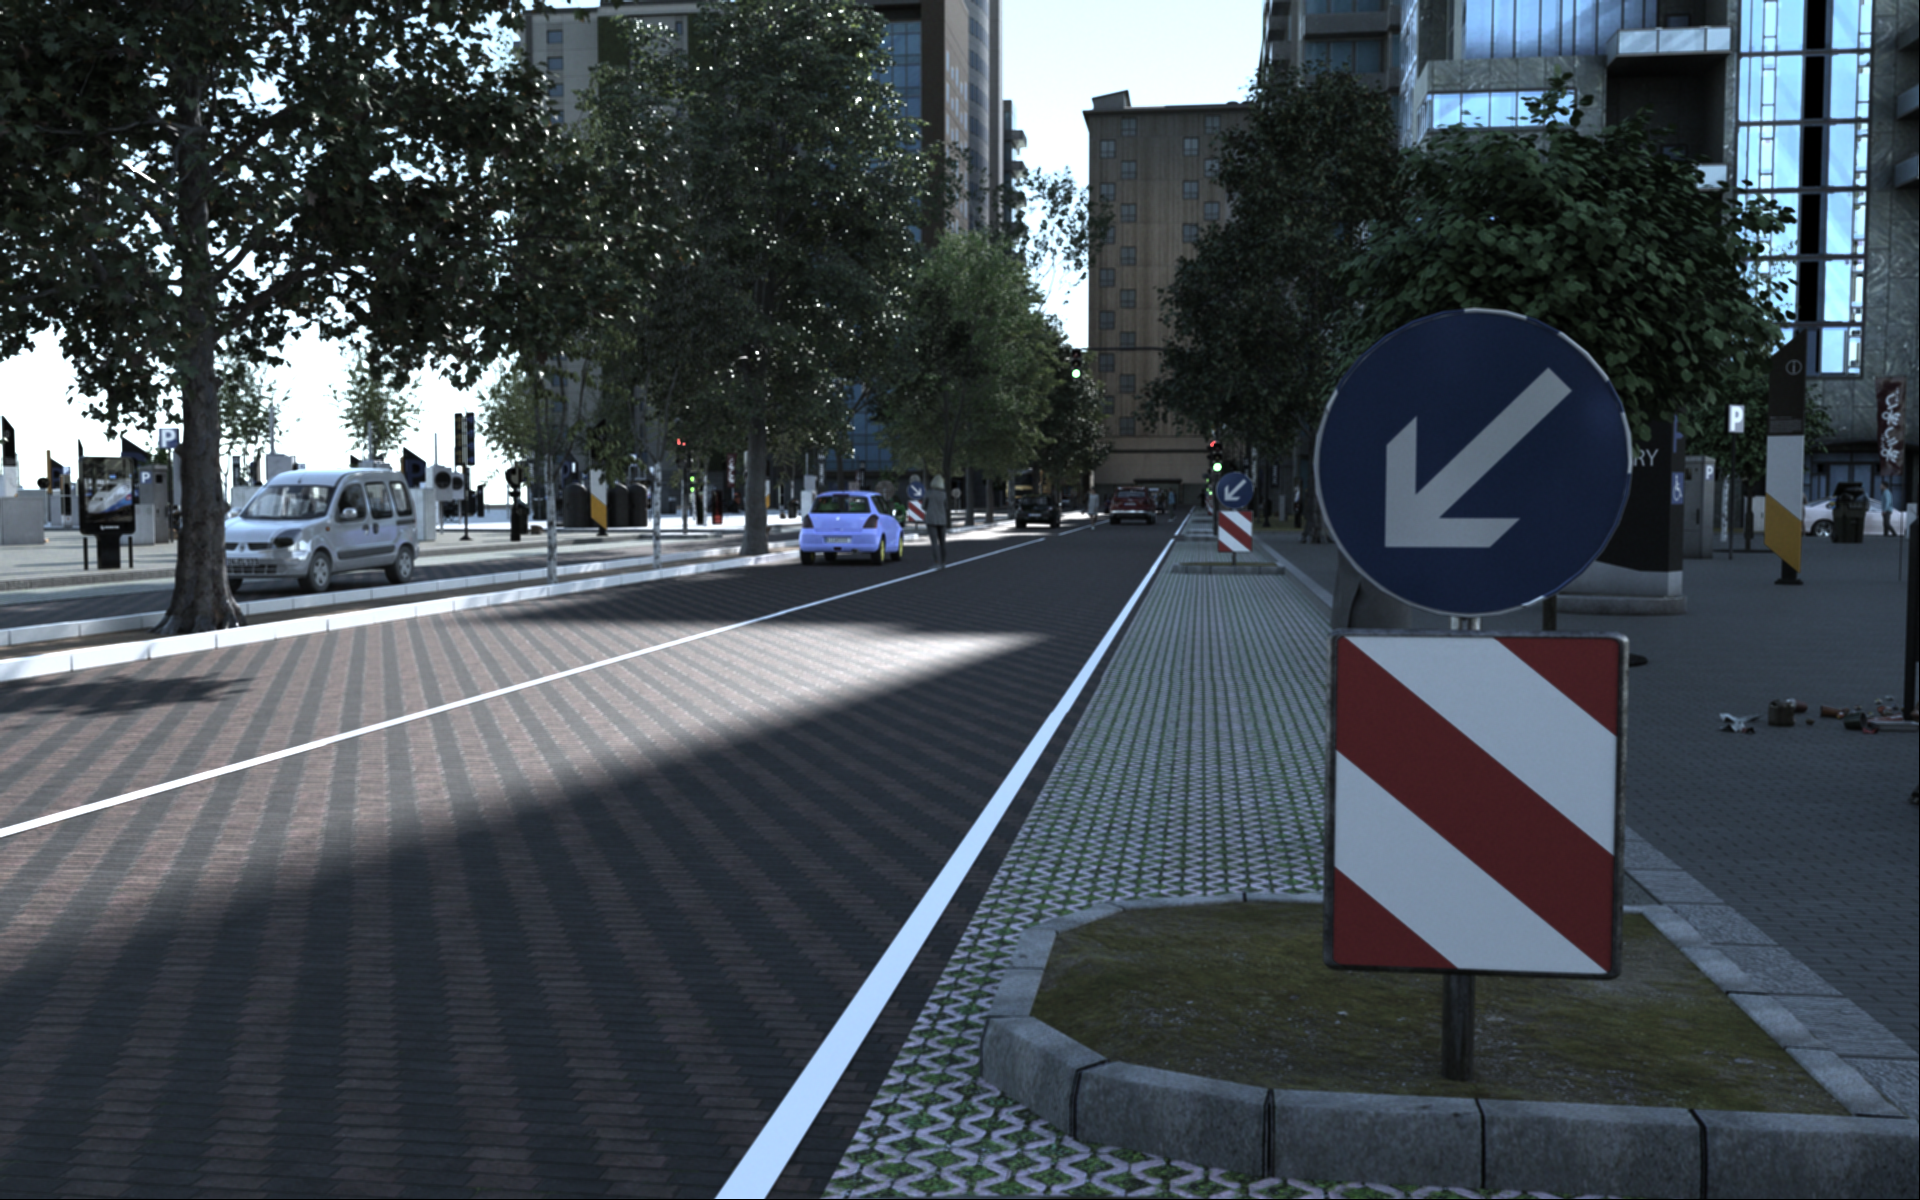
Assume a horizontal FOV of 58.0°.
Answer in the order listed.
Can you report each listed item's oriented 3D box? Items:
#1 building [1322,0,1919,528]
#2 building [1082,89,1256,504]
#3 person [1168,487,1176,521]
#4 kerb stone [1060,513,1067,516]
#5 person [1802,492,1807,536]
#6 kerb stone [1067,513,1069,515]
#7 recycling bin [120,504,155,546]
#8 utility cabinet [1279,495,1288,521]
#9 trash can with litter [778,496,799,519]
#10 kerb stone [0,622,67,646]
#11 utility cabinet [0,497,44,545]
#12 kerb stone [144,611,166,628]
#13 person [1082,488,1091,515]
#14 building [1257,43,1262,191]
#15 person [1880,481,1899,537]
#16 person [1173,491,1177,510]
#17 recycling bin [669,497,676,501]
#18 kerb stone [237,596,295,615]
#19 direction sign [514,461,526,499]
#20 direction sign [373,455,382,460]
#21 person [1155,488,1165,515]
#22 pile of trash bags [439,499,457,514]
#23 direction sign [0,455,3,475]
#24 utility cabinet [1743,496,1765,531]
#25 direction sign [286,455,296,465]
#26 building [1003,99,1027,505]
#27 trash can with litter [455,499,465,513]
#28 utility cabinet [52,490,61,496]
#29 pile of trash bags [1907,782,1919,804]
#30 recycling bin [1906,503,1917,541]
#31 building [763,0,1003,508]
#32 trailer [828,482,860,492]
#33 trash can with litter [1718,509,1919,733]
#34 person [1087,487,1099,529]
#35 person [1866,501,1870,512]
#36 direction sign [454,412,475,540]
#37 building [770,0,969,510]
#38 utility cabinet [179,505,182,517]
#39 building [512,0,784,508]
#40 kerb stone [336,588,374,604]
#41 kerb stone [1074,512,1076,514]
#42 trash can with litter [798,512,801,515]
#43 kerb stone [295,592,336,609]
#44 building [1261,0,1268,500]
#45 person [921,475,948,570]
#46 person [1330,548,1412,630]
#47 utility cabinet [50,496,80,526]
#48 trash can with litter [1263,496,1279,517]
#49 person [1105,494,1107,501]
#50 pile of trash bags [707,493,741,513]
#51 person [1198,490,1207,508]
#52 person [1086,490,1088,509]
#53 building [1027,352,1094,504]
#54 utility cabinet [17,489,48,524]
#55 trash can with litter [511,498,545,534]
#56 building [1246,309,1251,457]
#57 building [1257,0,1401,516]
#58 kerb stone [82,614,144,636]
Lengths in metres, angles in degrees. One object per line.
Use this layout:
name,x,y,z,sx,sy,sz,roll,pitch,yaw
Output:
building,30.433,-46.294,69.581,31.000,86.520,22.319,0,4,8
building,31.057,-39.386,233.198,27.495,52.752,28.713,0,4,8
person,11.199,-5.057,91.526,0.444,1.785,0.601,2,4,32
kerb stone,6.837,-5.645,114.493,0.120,0.150,1.000,0,4,8
person,25.962,-2.738,53.613,0.599,1.781,0.374,-1,4,-12
kerb stone,6.977,-5.707,115.505,0.120,0.150,1.000,0,4,8
recycling bin,-20.619,-1.873,43.175,0.722,1.027,0.722,1,4,21
utility cabinet,15.431,-4.366,82.544,0.306,1.237,1.020,1,4,19
trash can with litter,-8.990,-4.847,90.635,1.055,1.170,0.624,-1,4,-16
kerb stone,-8.951,0.327,16.853,0.120,0.150,1.000,0,4,8
utility cabinet,-23.841,-2.005,43.947,0.306,1.237,1.020,3,5,40
kerb stone,-8.667,0.202,18.886,0.120,0.150,1.000,0,4,8
person,8.727,-6.690,117.848,0.822,1.834,0.622,1,4,22
building,39.092,-31.133,163.647,22.147,44.769,28.867,0,4,8
person,28.389,-2.717,52.936,0.620,1.820,0.660,2,4,25
person,19.838,-9.222,160.206,0.541,1.710,0.530,-2,4,-35
recycling bin,-23.622,-7.865,141.151,0.722,1.027,0.722,2,4,31
kerb stone,-8.380,0.079,20.927,0.120,0.150,1.000,0,4,8
direction sign,-29.954,-7.708,118.021,0.876,3.537,0.379,0,4,5
direction sign,-33.446,-6.573,99.472,0.379,3.537,0.876,2,4,32
person,13.813,-6.802,119.625,0.656,1.842,0.836,0,4,-6
pile of trash bags,-31.949,-5.759,103.909,1.912,1.369,3.447,1,4,22
direction sign,-55.586,-6.646,100.660,0.876,3.537,0.379,-1,4,-17
utility cabinet,27.459,-2.973,59.771,1.020,1.237,0.306,-3,4,-36
direction sign,-38.876,-6.636,100.497,0.379,3.537,0.876,2,4,35
building,-7.835,-35.610,201.832,30.456,49.044,23.786,0,4,8
trash can with litter,-30.690,-5.862,107.227,0.624,1.170,1.055,2,4,34
utility cabinet,-45.009,-4.741,86.199,1.173,1.500,0.318,2,4,29
pile of trash bags,4.833,0.242,5.788,1.912,1.369,3.447,0,4,2
recycling bin,26.582,-2.146,47.641,0.722,1.027,0.722,-1,4,-16
building,-7.855,-38.250,167.389,21.231,58.520,28.212,0,4,8
trailer,-5.531,-4.518,80.918,1.471,1.999,3.904,0,4,8
trash can with litter,5.174,0.078,9.776,2.233,1.210,1.678,-1,4,-12
person,5.417,-3.752,70.592,0.466,1.731,0.760,0,4,-4
person,27.370,-2.693,52.871,0.623,1.781,0.721,-2,4,-33
direction sign,-13.742,-3.432,48.112,0.876,3.537,0.379,3,4,38
building,-7.073,-30.349,146.310,14.600,45.320,14.200,0,4,8
utility cabinet,-43.427,-5.282,97.524,1.020,1.237,0.306,-3,5,-41
building,-37.418,-40.667,206.897,28.212,58.520,21.231,0,4,8
kerb stone,-8.099,-0.046,22.951,0.120,0.150,1.000,0,4,8
kerb stone,7.840,-6.079,121.596,0.120,0.150,1.000,0,4,8
trash can with litter,-8.856,-5.670,103.763,2.233,1.210,1.678,1,4,15
kerb stone,-8.239,0.016,21.939,0.120,0.150,1.000,0,4,8
building,31.722,-28.067,142.484,14.154,41.232,14.086,0,4,8
person,-0.499,-1.491,33.058,0.537,1.800,0.526,-1,4,-17
person,1.663,0.095,6.745,0.447,1.846,0.655,0,4,1
utility cabinet,-35.556,-3.527,68.831,1.020,1.237,0.306,-1,4,-18
trash can with litter,17.763,-5.337,98.648,1.055,1.170,0.624,1,4,13
person,15.069,-10.215,178.767,0.557,1.426,1.065,1,4,18
pile of trash bags,-16.110,-6.715,119.548,1.912,1.369,3.447,1,4,23
person,23.291,-9.641,165.757,1.348,1.869,0.705,3,4,38
person,12.245,-9.652,166.389,0.705,1.814,1.350,0,4,0
building,3.128,-24.035,238.018,28.899,21.520,27.650,0,4,8
utility cabinet,-38.764,-3.890,72.273,1.173,1.500,0.318,-1,4,-22
trash can with litter,-13.771,-2.682,55.236,1.055,1.170,0.624,0,4,6
building,40.202,-26.223,200.440,14.160,30.474,14.107,0,4,8
building,31.245,-30.182,113.080,23.786,49.044,30.456,0,4,8
kerb stone,-8.807,0.268,17.867,0.120,0.150,1.000,0,4,8
